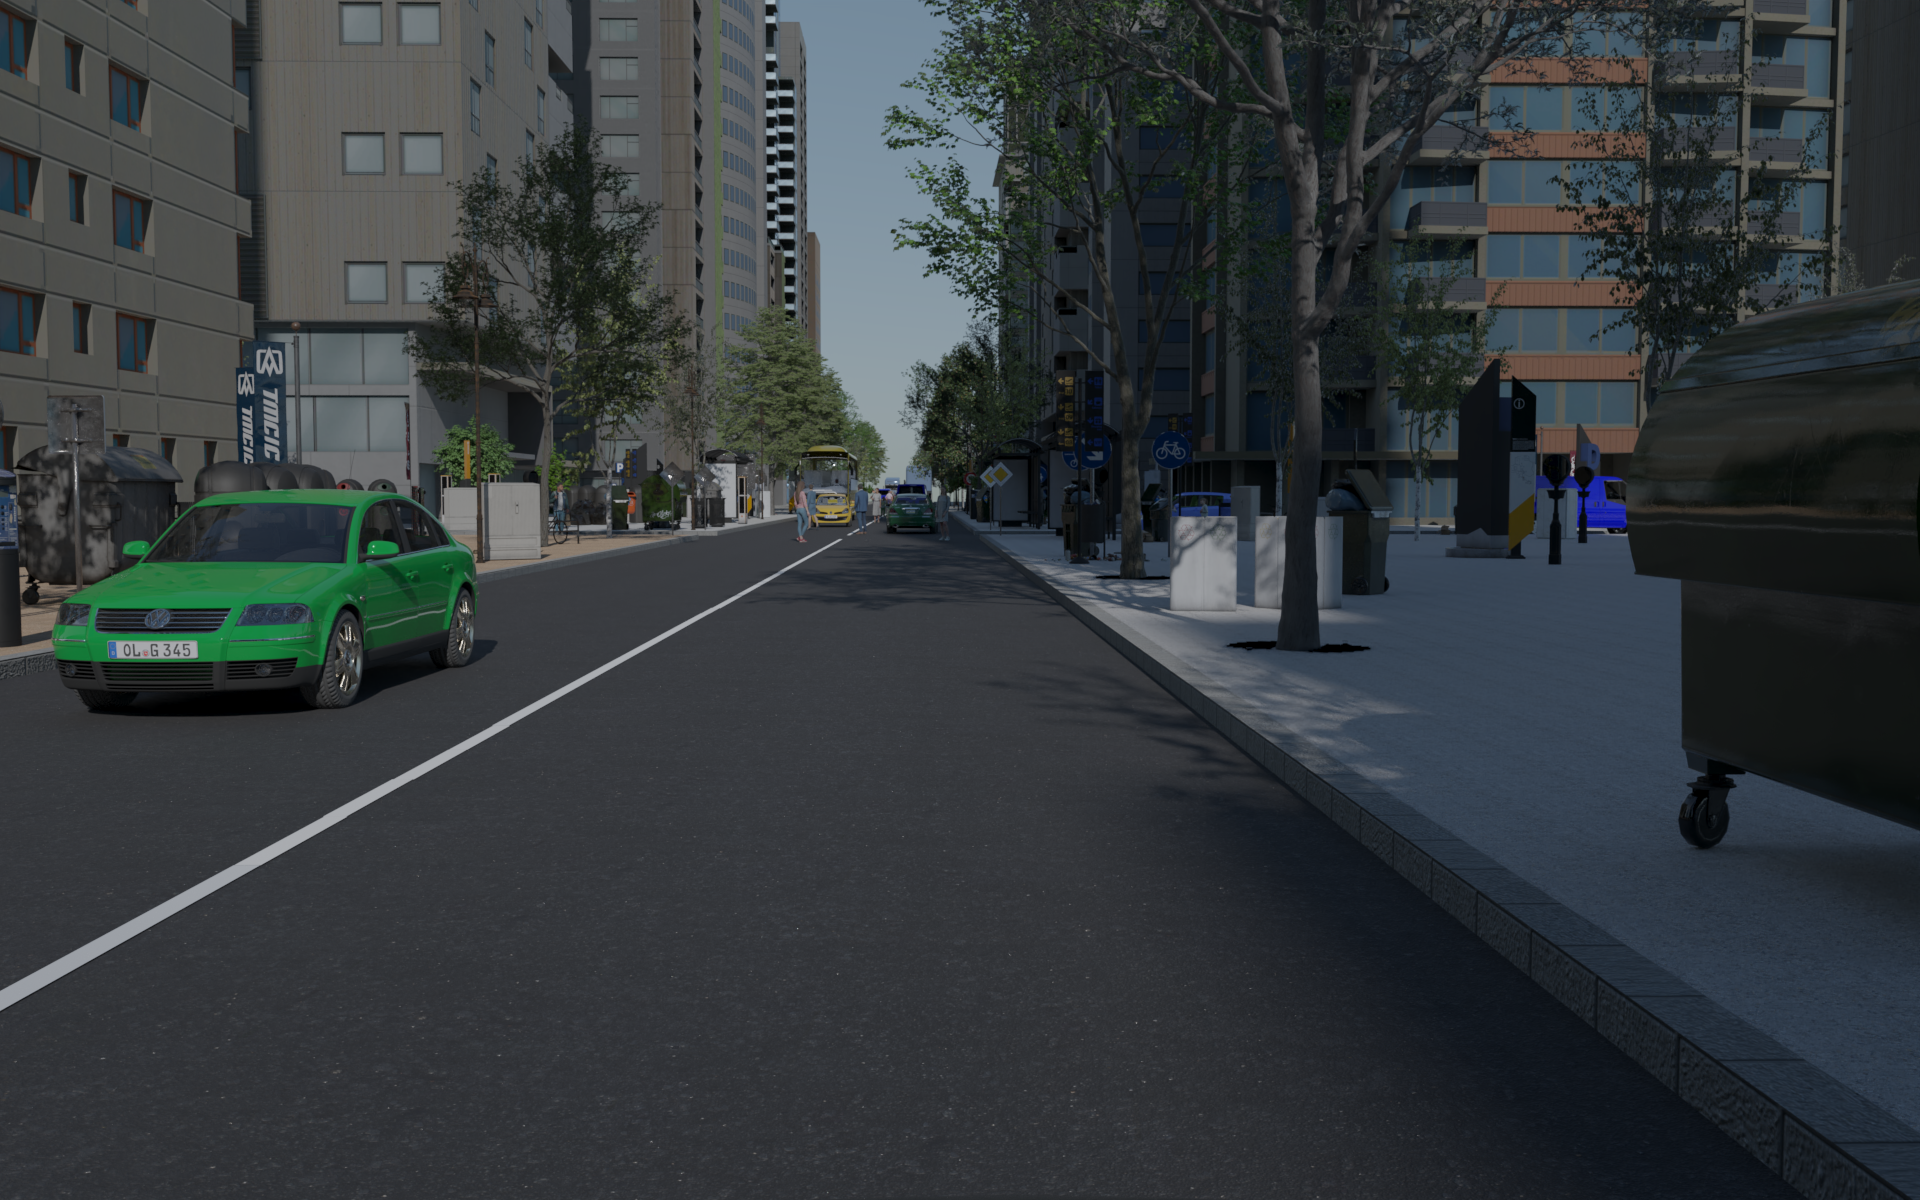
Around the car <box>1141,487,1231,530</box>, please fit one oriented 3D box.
[{"bbox_3d":[7.672,-2.993,58.530,3.694,1.707,1.945,0,4,-2],"label":"car"}]

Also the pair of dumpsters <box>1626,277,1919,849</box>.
[{"bbox_3d":[3.271,-0.106,4.221,1.574,2.255,4.437,0,4,-1],"label":"pair of dumpsters"}]

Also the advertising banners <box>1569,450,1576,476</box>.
[{"bbox_3d":[23.960,-4.445,68.858,2.074,3.025,0.090,-3,5,-41],"label":"advertising banners"}]

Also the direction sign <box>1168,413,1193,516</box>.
[{"bbox_3d":[6.162,-3.454,48.474,0.379,3.537,0.876,-3,5,-44],"label":"direction sign"}]

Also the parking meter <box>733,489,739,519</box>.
[{"bbox_3d":[-11.586,-4.987,89.946,0.372,1.533,0.369,0,3,0],"label":"parking meter"}]

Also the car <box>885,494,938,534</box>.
[{"bbox_3d":[-1.743,-3.196,64.045,2.131,1.459,4.920,0,4,0],"label":"car"}]

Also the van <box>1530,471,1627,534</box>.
[{"bbox_3d":[20.548,-3.265,57.761,5.245,2.365,2.240,0,4,-2],"label":"van"}]

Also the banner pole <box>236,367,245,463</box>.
[{"bbox_3d":[-12.213,-2.447,30.024,0.863,3.779,0.401,1,4,22],"label":"banner pole"}]

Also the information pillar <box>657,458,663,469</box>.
[{"bbox_3d":[-19.600,-7.449,113.150,0.504,3.616,0.183,2,4,25],"label":"information pillar"}]

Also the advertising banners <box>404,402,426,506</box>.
[{"bbox_3d":[-10.684,-2.310,33.952,0.090,3.025,2.074,0,4,-8],"label":"advertising banners"}]

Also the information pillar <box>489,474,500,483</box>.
[{"bbox_3d":[-16.794,-3.549,62.521,0.304,2.012,0.304,1,4,17],"label":"information pillar"}]

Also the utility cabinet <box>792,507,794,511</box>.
[{"bbox_3d":[-12.131,-7.350,128.858,0.318,1.500,1.173,1,4,23],"label":"utility cabinet"}]

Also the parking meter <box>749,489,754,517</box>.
[{"bbox_3d":[-11.897,-5.685,98.657,0.399,1.863,0.255,3,5,42],"label":"parking meter"}]

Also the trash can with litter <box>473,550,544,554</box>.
[{"bbox_3d":[-9.764,-1.627,37.667,1.678,1.210,2.233,2,4,26],"label":"trash can with litter"}]

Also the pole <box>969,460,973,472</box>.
[{"bbox_3d":[0.669,-6.685,103.143,0.158,3.312,0.155,0,3,0],"label":"pole"}]

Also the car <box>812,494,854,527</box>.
[{"bbox_3d":[-5.622,-4.039,76.267,2.015,1.641,3.980,0,4,-2],"label":"car"}]

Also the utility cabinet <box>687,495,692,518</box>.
[{"bbox_3d":[-14.091,-4.981,92.607,1.020,1.237,0.306,-1,4,-18],"label":"utility cabinet"}]

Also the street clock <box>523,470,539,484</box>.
[{"bbox_3d":[-13.144,-2.967,53.087,0.358,2.002,0.471,2,4,29],"label":"street clock"}]

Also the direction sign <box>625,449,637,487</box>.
[{"bbox_3d":[-16.396,-5.776,86.440,0.876,3.537,0.379,3,5,42],"label":"direction sign"}]

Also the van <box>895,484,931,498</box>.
[{"bbox_3d":[-2.924,-6.246,106.502,2.240,2.365,5.245,0,4,0],"label":"van"}]

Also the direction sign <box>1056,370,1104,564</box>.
[{"bbox_3d":[2.201,-2.437,31.837,0.876,3.537,0.379,0,4,-3],"label":"direction sign"}]

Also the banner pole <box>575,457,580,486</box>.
[{"bbox_3d":[-23.420,-7.098,106.065,0.401,3.779,0.863,1,4,10],"label":"banner pole"}]

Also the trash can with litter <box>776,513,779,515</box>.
[{"bbox_3d":[-11.801,-5.894,107.423,1.678,1.210,2.233,-1,4,-10],"label":"trash can with litter"}]

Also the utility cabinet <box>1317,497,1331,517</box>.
[{"bbox_3d":[22.705,-5.974,108.839,1.020,1.237,0.306,0,4,5],"label":"utility cabinet"}]

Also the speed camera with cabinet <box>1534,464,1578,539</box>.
[{"bbox_3d":[16.739,-3.396,49.862,0.660,3.252,2.038,-3,4,-38],"label":"speed camera with cabinet"}]

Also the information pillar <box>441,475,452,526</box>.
[{"bbox_3d":[-20.302,-3.915,68.500,0.304,2.012,0.304,1,4,14],"label":"information pillar"}]

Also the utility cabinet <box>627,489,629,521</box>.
[{"bbox_3d":[-16.149,-4.444,81.338,1.173,1.500,0.318,-1,4,-22],"label":"utility cabinet"}]

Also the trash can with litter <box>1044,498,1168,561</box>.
[{"bbox_3d":[2.880,-1.365,33.376,2.233,1.210,1.678,2,4,25],"label":"trash can with litter"}]

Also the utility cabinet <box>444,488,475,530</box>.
[{"bbox_3d":[-17.463,-3.173,60.563,0.318,1.500,1.173,3,4,37],"label":"utility cabinet"}]

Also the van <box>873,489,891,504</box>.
[{"bbox_3d":[-8.752,-11.799,197.298,2.240,2.365,5.245,0,4,-1],"label":"van"}]

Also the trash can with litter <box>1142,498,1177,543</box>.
[{"bbox_3d":[5.211,-2.124,46.116,1.055,1.170,0.624,-3,4,-37],"label":"trash can with litter"}]

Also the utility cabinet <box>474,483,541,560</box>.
[{"bbox_3d":[-8.755,-1.527,33.641,1.173,1.500,0.318,-3,5,-40],"label":"utility cabinet"}]

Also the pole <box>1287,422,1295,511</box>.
[{"bbox_3d":[9.200,-3.317,48.069,0.158,3.312,0.155,0,3,0],"label":"pole"}]

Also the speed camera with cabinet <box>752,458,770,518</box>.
[{"bbox_3d":[-10.854,-6.124,94.458,0.660,3.252,2.038,-1,4,-20],"label":"speed camera with cabinet"}]

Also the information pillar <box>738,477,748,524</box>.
[{"bbox_3d":[-9.263,-4.246,73.912,0.304,2.012,0.304,1,4,13],"label":"information pillar"}]

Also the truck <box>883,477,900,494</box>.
[{"bbox_3d":[-10.794,-18.114,285.929,2.967,4.110,18.799,0,4,0],"label":"truck"}]

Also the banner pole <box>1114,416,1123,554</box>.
[{"bbox_3d":[3.522,-2.870,36.943,0.401,3.779,0.863,0,4,-4],"label":"banner pole"}]

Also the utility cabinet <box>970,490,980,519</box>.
[{"bbox_3d":[0.895,-4.879,88.453,0.318,1.500,1.173,-2,4,-28],"label":"utility cabinet"}]

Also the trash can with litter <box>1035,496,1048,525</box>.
[{"bbox_3d":[3.307,-3.757,72.821,0.624,1.170,1.055,1,4,19],"label":"trash can with litter"}]

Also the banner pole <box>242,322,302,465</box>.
[{"bbox_3d":[-9.821,-2.147,25.125,0.863,3.779,0.401,-3,5,-41],"label":"banner pole"}]

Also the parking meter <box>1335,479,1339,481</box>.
[{"bbox_3d":[14.898,-3.800,67.844,0.399,1.863,0.255,3,5,40],"label":"parking meter"}]

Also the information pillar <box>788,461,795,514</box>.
[{"bbox_3d":[-10.754,-7.293,110.594,0.183,3.616,0.504,3,5,45],"label":"information pillar"}]

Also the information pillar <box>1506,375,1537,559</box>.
[{"bbox_3d":[11.083,-2.619,34.172,0.504,3.616,0.183,0,4,4],"label":"information pillar"}]

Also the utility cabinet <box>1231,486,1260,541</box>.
[{"bbox_3d":[7.817,-2.378,47.554,0.318,1.500,1.173,-1,4,-18],"label":"utility cabinet"}]

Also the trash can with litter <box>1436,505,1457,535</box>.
[{"bbox_3d":[15.534,-2.628,54.349,1.055,1.170,0.624,0,4,7],"label":"trash can with litter"}]

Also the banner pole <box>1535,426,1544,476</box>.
[{"bbox_3d":[21.171,-4.514,63.817,0.863,3.779,0.401,3,4,36],"label":"banner pole"}]

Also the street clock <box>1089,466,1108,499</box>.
[{"bbox_3d":[3.597,-2.473,45.006,0.471,2.002,0.358,-1,4,-12],"label":"street clock"}]

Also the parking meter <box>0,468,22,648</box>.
[{"bbox_3d":[-8.114,-0.375,14.548,0.372,1.533,0.369,0,3,0],"label":"parking meter"}]

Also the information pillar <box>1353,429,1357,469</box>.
[{"bbox_3d":[14.125,-4.317,61.942,0.183,3.616,0.504,1,4,17],"label":"information pillar"}]

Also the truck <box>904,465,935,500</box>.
[{"bbox_3d":[-3.870,-10.203,156.583,2.967,4.110,18.799,0,3,0],"label":"truck"}]

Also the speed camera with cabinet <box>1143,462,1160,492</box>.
[{"bbox_3d":[7.423,-4.445,67.011,0.660,3.252,2.038,0,4,8],"label":"speed camera with cabinet"}]

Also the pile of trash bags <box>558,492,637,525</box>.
[{"bbox_3d":[-15.022,-3.809,72.036,3.447,1.369,1.912,-3,5,-40],"label":"pile of trash bags"}]

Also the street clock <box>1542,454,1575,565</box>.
[{"bbox_3d":[10.836,-1.646,31.487,0.471,2.002,0.358,2,4,33],"label":"street clock"}]

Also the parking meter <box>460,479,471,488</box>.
[{"bbox_3d":[-18.643,-3.645,65.307,0.399,1.863,0.255,2,4,35],"label":"parking meter"}]

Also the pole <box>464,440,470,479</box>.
[{"bbox_3d":[-18.758,-4.412,65.978,0.158,3.312,0.155,0,3,0],"label":"pole"}]

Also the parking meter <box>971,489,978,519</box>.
[{"bbox_3d":[0.720,-4.837,87.499,0.372,1.533,0.369,0,3,0],"label":"parking meter"}]

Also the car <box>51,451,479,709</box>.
[{"bbox_3d":[-4.971,-0.255,12.961,1.959,1.807,4.718,0,4,0],"label":"car"}]

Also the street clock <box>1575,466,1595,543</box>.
[{"bbox_3d":[16.253,-2.482,45.147,0.471,2.002,0.358,2,4,35],"label":"street clock"}]

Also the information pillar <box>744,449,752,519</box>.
[{"bbox_3d":[-10.982,-6.010,89.611,0.183,3.616,0.504,2,4,31],"label":"information pillar"}]
